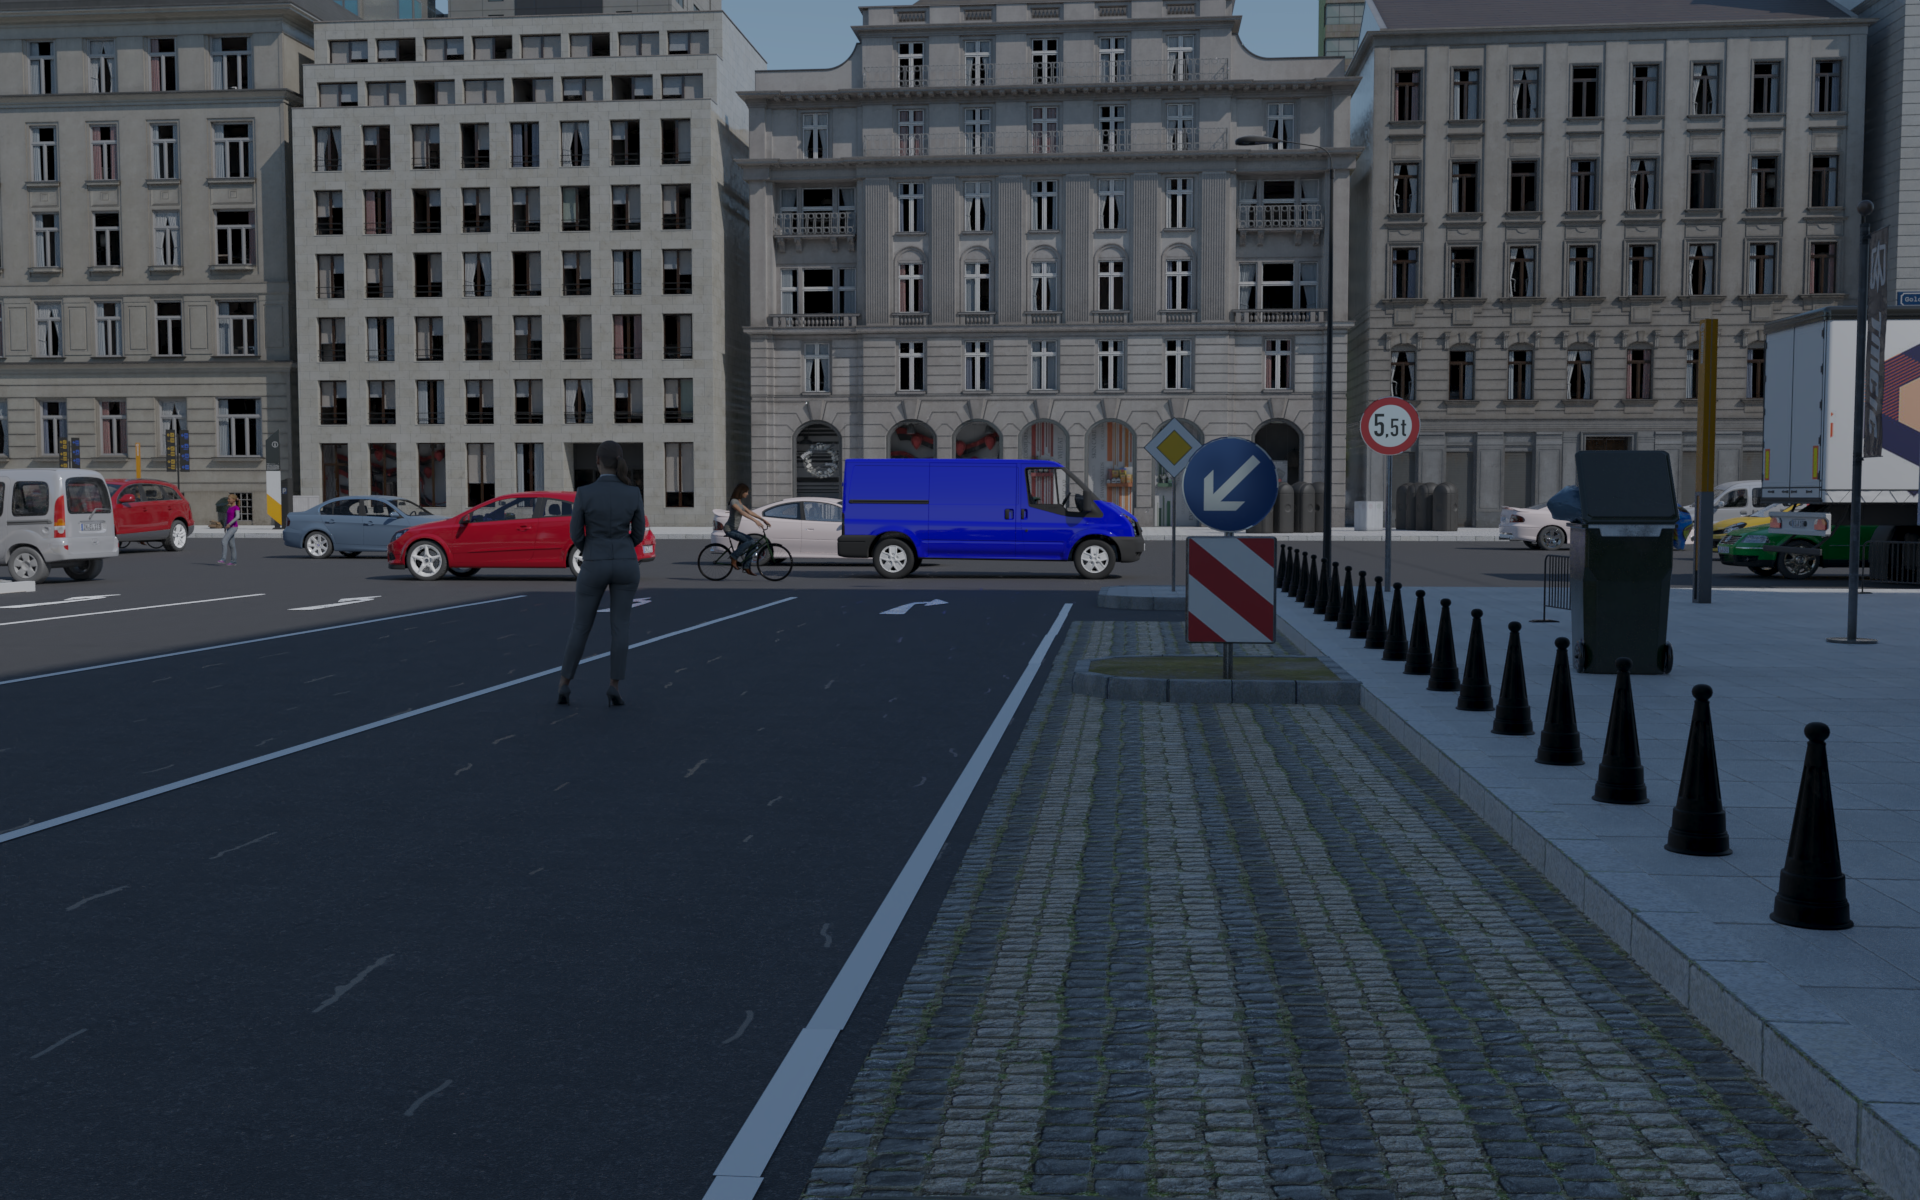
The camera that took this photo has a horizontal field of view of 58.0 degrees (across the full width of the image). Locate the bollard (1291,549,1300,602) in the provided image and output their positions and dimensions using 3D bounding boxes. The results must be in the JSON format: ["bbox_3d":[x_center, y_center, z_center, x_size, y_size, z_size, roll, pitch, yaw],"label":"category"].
[{"bbox_3d":[4.095,-0.277,20.567,0.229,0.601,0.229,0,3,0],"label":"bollard"}]

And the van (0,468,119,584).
[{"bbox_3d":[-16.023,-1.299,28.251,4.112,2.044,2.013,0,4,6],"label":"van"}]

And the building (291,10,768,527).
[{"bbox_3d":[-17.399,-13.338,72.832,16.860,20.320,10.420,0,4,6],"label":"building"}]

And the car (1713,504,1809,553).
[{"bbox_3d":[18.126,-1.654,37.261,3.980,1.641,2.015,0,4,5],"label":"car"}]

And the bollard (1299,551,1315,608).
[{"bbox_3d":[3.989,-0.214,19.544,0.229,0.601,0.229,0,3,0],"label":"bollard"}]

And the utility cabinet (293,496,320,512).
[{"bbox_3d":[-24.878,-3.344,65.834,1.020,1.237,0.306,-1,4,-19],"label":"utility cabinet"}]

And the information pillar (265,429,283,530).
[{"bbox_3d":[-24.739,-4.349,62.453,0.504,3.616,0.183,-1,4,-10],"label":"information pillar"}]

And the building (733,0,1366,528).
[{"bbox_3d":[3.821,-14.114,72.565,24.055,21.916,13.314,0,4,6],"label":"building"}]

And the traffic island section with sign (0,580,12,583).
[{"bbox_3d":[-14.844,-1.020,24.812,2.006,1.907,1.989,0,4,6],"label":"traffic island section with sign"}]

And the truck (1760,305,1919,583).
[{"bbox_3d":[18.550,-2.306,26.611,11.283,4.237,2.839,0,4,5],"label":"truck"}]

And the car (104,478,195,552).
[{"bbox_3d":[-20.621,-2.027,41.813,2.281,1.827,5.304,0,4,6],"label":"car"}]

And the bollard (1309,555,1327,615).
[{"bbox_3d":[3.891,-0.151,18.517,0.229,0.601,0.229,0,3,0],"label":"bollard"}]

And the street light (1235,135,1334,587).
[{"bbox_3d":[4.259,-3.058,22.542,1.470,5.913,1.316,0,4,6],"label":"street light"}]

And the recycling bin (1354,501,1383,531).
[{"bbox_3d":[14.173,-2.907,60.087,0.722,1.027,0.722,-2,4,-24],"label":"recycling bin"}]

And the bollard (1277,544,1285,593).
[{"bbox_3d":[4.304,-0.402,22.611,0.229,0.601,0.229,0,3,0],"label":"bollard"}]

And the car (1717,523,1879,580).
[{"bbox_3d":[15.500,-1.274,29.620,4.718,1.807,1.959,0,4,6],"label":"car"}]

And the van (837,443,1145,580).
[{"bbox_3d":[0.560,-1.563,29.938,5.245,2.365,2.240,0,4,4],"label":"van"}]

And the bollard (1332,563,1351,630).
[{"bbox_3d":[3.688,-0.025,16.457,0.229,0.601,0.229,0,3,0],"label":"bollard"}]

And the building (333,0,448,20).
[{"bbox_3d":[-60.056,-33.401,165.712,30.456,49.044,23.786,0,4,6],"label":"building"}]

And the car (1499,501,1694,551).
[{"bbox_3d":[16.390,-1.973,44.614,4.827,1.381,2.083,0,4,5],"label":"car"}]

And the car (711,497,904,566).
[{"bbox_3d":[-2.631,-1.387,35.044,4.827,1.381,2.083,0,4,8],"label":"car"}]

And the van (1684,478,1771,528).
[{"bbox_3d":[22.487,-2.659,50.484,4.112,2.044,2.013,0,4,4],"label":"van"}]

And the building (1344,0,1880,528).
[{"bbox_3d":[24.726,-13.444,68.958,18.267,20.994,9.793,0,4,6],"label":"building"}]

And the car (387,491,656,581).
[{"bbox_3d":[-7.425,-1.236,29.246,4.494,1.783,2.155,0,4,5],"label":"car"}]

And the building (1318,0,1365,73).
[{"bbox_3d":[34.900,-27.679,136.138,14.154,41.232,14.086,0,4,6],"label":"building"}]

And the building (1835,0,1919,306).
[{"bbox_3d":[48.968,-17.645,65.996,29.804,29.767,11.434,0,4,6],"label":"building"}]

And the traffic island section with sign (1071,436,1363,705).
[{"bbox_3d":[1.833,-0.251,12.727,1.989,1.847,2.006,0,4,6],"label":"traffic island section with sign"}]

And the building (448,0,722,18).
[{"bbox_3d":[-34.483,-44.398,164.164,20.611,71.187,20.563,0,4,6],"label":"building"}]

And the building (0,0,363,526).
[{"bbox_3d":[-40.526,-14.988,78.331,30.059,22.955,16.112,0,4,6],"label":"building"}]

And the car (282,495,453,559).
[{"bbox_3d":[-12.840,-1.645,38.905,4.499,1.417,2.014,0,4,6],"label":"car"}]

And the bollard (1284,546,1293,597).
[{"bbox_3d":[4.197,-0.339,21.590,0.229,0.601,0.229,0,3,0],"label":"bollard"}]

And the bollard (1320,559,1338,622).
[{"bbox_3d":[3.787,-0.088,17.478,0.229,0.601,0.229,0,3,0],"label":"bollard"}]
